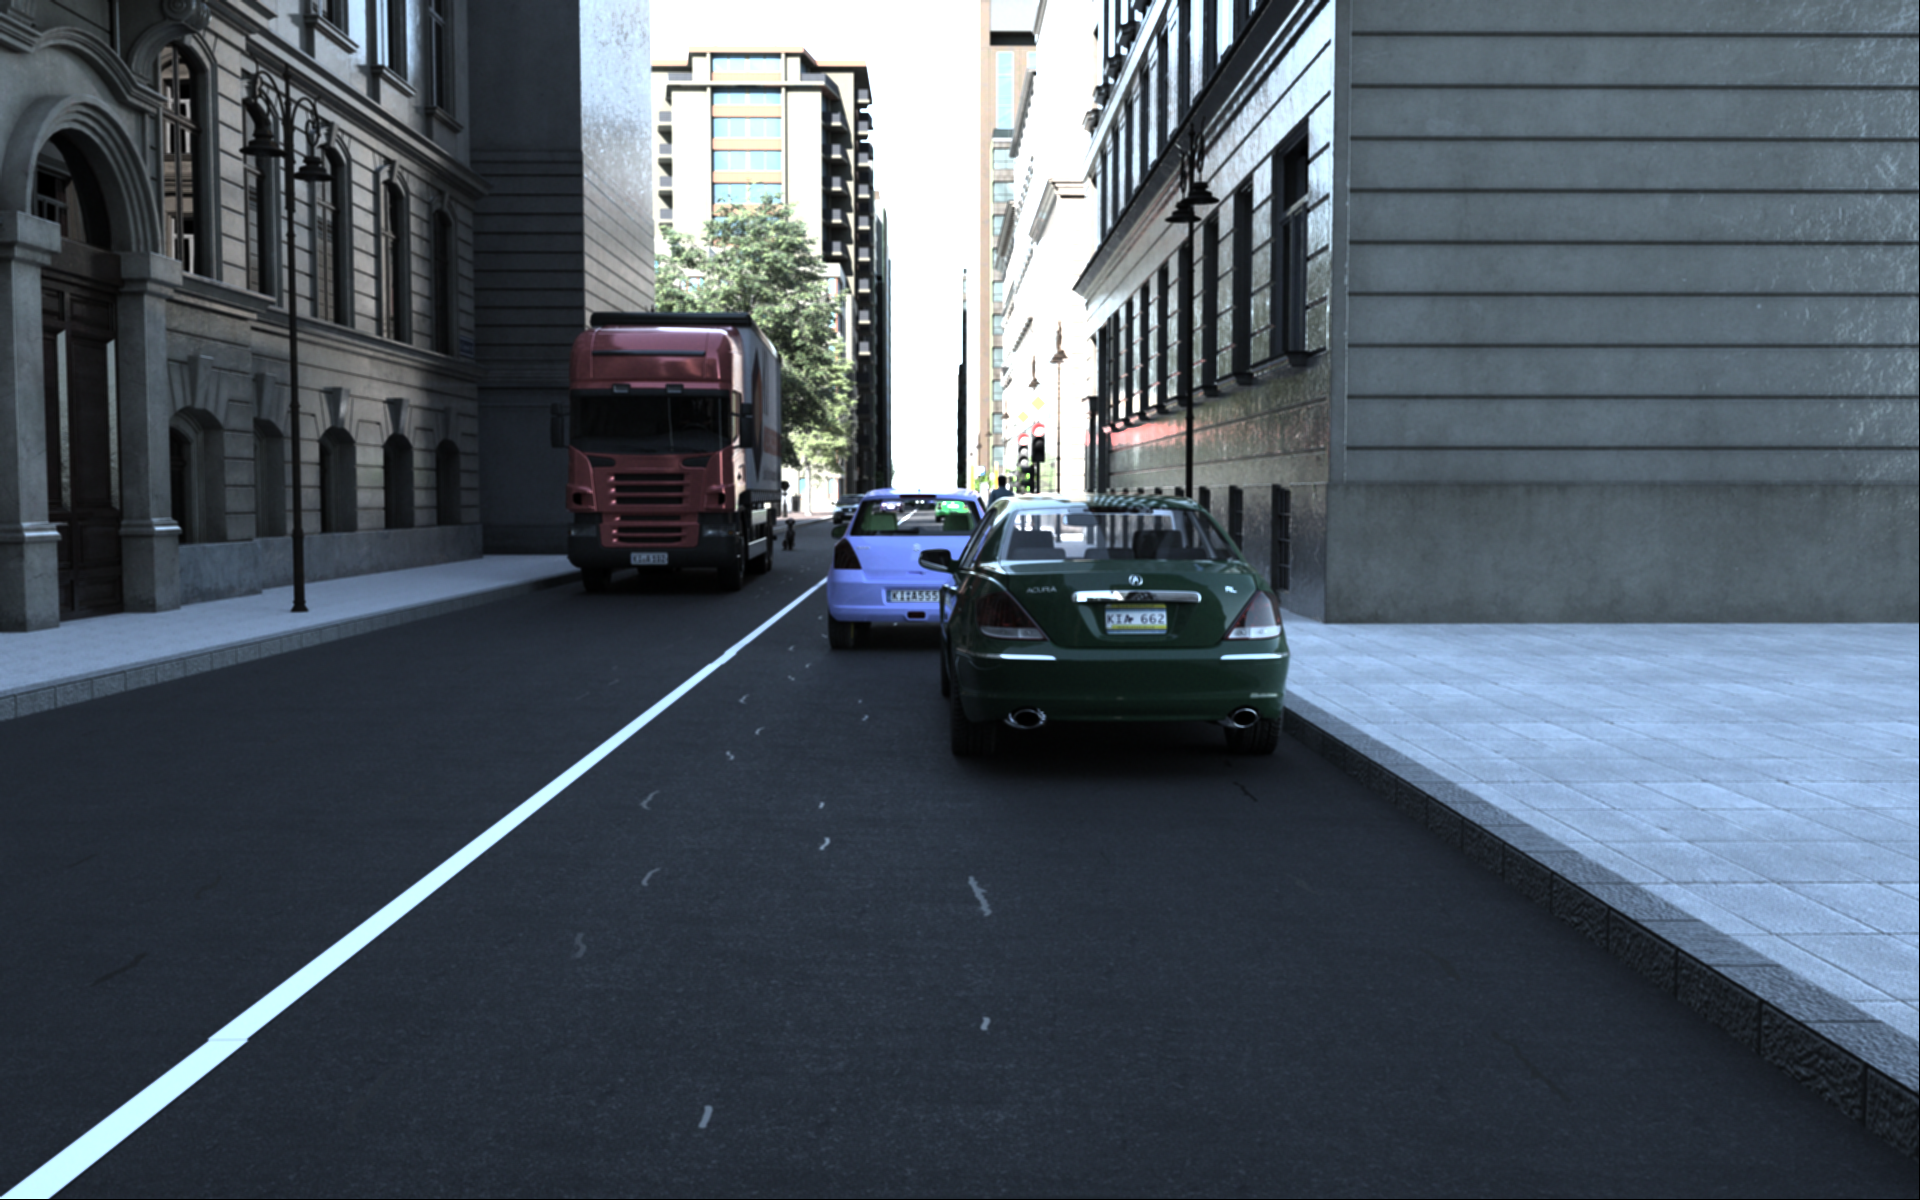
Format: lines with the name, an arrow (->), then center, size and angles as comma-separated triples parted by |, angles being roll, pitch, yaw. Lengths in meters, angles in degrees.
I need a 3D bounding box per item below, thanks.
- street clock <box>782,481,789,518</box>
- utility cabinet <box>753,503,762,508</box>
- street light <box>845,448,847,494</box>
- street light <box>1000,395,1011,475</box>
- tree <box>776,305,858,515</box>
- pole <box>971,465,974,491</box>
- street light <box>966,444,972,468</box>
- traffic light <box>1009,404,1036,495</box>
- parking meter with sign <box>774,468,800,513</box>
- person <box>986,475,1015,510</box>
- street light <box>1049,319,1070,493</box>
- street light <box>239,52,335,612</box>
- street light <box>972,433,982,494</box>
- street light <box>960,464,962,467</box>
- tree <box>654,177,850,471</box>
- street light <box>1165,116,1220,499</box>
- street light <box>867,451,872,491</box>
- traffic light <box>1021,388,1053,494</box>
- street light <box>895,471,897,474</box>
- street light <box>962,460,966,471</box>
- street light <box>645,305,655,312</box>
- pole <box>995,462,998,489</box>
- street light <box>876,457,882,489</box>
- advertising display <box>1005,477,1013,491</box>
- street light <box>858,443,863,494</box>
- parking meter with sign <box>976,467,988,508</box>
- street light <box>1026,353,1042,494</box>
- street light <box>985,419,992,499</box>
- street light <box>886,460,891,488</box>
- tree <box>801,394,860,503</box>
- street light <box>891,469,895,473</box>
street clock -> -9.548, -5.493, 94.384 | 0.471, 2.002, 0.358 | 1, 4, 21
utility cabinet -> -8.316, -3.612, 67.728 | 1.173, 1.500, 0.318 | -1, 4, -9
street light -> -8.623, -9.668, 130.851 | 0.468, 5.910, 1.993 | 0, 4, -1
street light -> 2.123, -6.590, 80.541 | 0.468, 5.910, 1.993 | 0, 4, -1
tree -> -9.471, -11.376, 104.121 | 7.486, 12.596, 7.792 | 0, 3, 0
pole -> 0.874, -7.920, 123.338 | 0.158, 3.312, 0.155 | 0, 3, 0
street light -> 1.019, -11.277, 157.174 | 0.468, 5.910, 1.993 | 0, 4, -1
traffic light -> 1.956, -3.993, 54.200 | 0.839, 4.253, 0.868 | 0, 4, -1
parking meter with sign -> -11.512, -7.261, 114.977 | 1.738, 3.016, 0.543 | 0, 4, -4
person -> 0.853, -1.670, 35.821 | 0.660, 1.820, 0.620 | -1, 4, -22
street light -> 2.617, -4.469, 45.854 | 0.468, 5.910, 1.993 | 0, 4, -1
street light -> -7.211, -2.810, 18.733 | 0.468, 5.910, 1.993 | 0, 4, -1
street light -> 1.396, -9.811, 133.193 | 0.468, 5.910, 1.993 | 0, 4, -1
street light -> 0.373, -14.236, 205.545 | 0.468, 5.910, 1.993 | 0, 4, -1
tree -> -9.111, -10.085, 71.542 | 9.857, 13.997, 8.962 | 0, 3, 0
street light -> 2.886, -2.993, 21.719 | 0.468, 5.910, 1.993 | 0, 4, -1
street light -> -9.300, -12.586, 178.560 | 0.468, 5.910, 1.993 | 0, 4, -1
traffic light -> 2.062, -3.504, 46.215 | 0.839, 4.253, 0.868 | 0, 4, -1
street light -> -10.665, -19.114, 285.308 | 0.468, 5.910, 1.993 | 0, 4, -1
street light -> 0.729, -12.763, 181.461 | 0.468, 5.910, 1.993 | 0, 4, -1
street light -> -7.515, -4.264, 42.506 | 0.468, 5.910, 1.993 | 0, 4, -1
pole -> 2.349, -7.207, 111.673 | 0.158, 3.312, 0.155 | 0, 3, 0
street light -> -9.832, -14.752, 213.987 | 0.468, 5.910, 1.993 | 0, 4, -1
advertising display -> 1.811, -3.621, 64.416 | 0.123, 1.923, 0.974 | -1, 4, -8
street light -> -8.921, -11.122, 154.624 | 0.468, 5.910, 1.993 | 0, 4, -1
parking meter with sign -> 1.539, -6.919, 109.394 | 0.543, 3.016, 1.738 | -1, 4, -17
street light -> 2.417, -5.136, 56.767 | 0.468, 5.910, 1.993 | 0, 4, -1
street light -> 1.735, -8.068, 104.706 | 0.468, 5.910, 1.993 | 0, 4, -1
street light -> -10.065, -16.206, 237.761 | 0.468, 5.910, 1.993 | 0, 4, -1
tree -> -8.660, -10.325, 119.182 | 4.360, 8.622, 3.978 | 0, 3, 0
street light -> -10.391, -17.660, 261.534 | 0.468, 5.910, 1.993 | 0, 4, -1
